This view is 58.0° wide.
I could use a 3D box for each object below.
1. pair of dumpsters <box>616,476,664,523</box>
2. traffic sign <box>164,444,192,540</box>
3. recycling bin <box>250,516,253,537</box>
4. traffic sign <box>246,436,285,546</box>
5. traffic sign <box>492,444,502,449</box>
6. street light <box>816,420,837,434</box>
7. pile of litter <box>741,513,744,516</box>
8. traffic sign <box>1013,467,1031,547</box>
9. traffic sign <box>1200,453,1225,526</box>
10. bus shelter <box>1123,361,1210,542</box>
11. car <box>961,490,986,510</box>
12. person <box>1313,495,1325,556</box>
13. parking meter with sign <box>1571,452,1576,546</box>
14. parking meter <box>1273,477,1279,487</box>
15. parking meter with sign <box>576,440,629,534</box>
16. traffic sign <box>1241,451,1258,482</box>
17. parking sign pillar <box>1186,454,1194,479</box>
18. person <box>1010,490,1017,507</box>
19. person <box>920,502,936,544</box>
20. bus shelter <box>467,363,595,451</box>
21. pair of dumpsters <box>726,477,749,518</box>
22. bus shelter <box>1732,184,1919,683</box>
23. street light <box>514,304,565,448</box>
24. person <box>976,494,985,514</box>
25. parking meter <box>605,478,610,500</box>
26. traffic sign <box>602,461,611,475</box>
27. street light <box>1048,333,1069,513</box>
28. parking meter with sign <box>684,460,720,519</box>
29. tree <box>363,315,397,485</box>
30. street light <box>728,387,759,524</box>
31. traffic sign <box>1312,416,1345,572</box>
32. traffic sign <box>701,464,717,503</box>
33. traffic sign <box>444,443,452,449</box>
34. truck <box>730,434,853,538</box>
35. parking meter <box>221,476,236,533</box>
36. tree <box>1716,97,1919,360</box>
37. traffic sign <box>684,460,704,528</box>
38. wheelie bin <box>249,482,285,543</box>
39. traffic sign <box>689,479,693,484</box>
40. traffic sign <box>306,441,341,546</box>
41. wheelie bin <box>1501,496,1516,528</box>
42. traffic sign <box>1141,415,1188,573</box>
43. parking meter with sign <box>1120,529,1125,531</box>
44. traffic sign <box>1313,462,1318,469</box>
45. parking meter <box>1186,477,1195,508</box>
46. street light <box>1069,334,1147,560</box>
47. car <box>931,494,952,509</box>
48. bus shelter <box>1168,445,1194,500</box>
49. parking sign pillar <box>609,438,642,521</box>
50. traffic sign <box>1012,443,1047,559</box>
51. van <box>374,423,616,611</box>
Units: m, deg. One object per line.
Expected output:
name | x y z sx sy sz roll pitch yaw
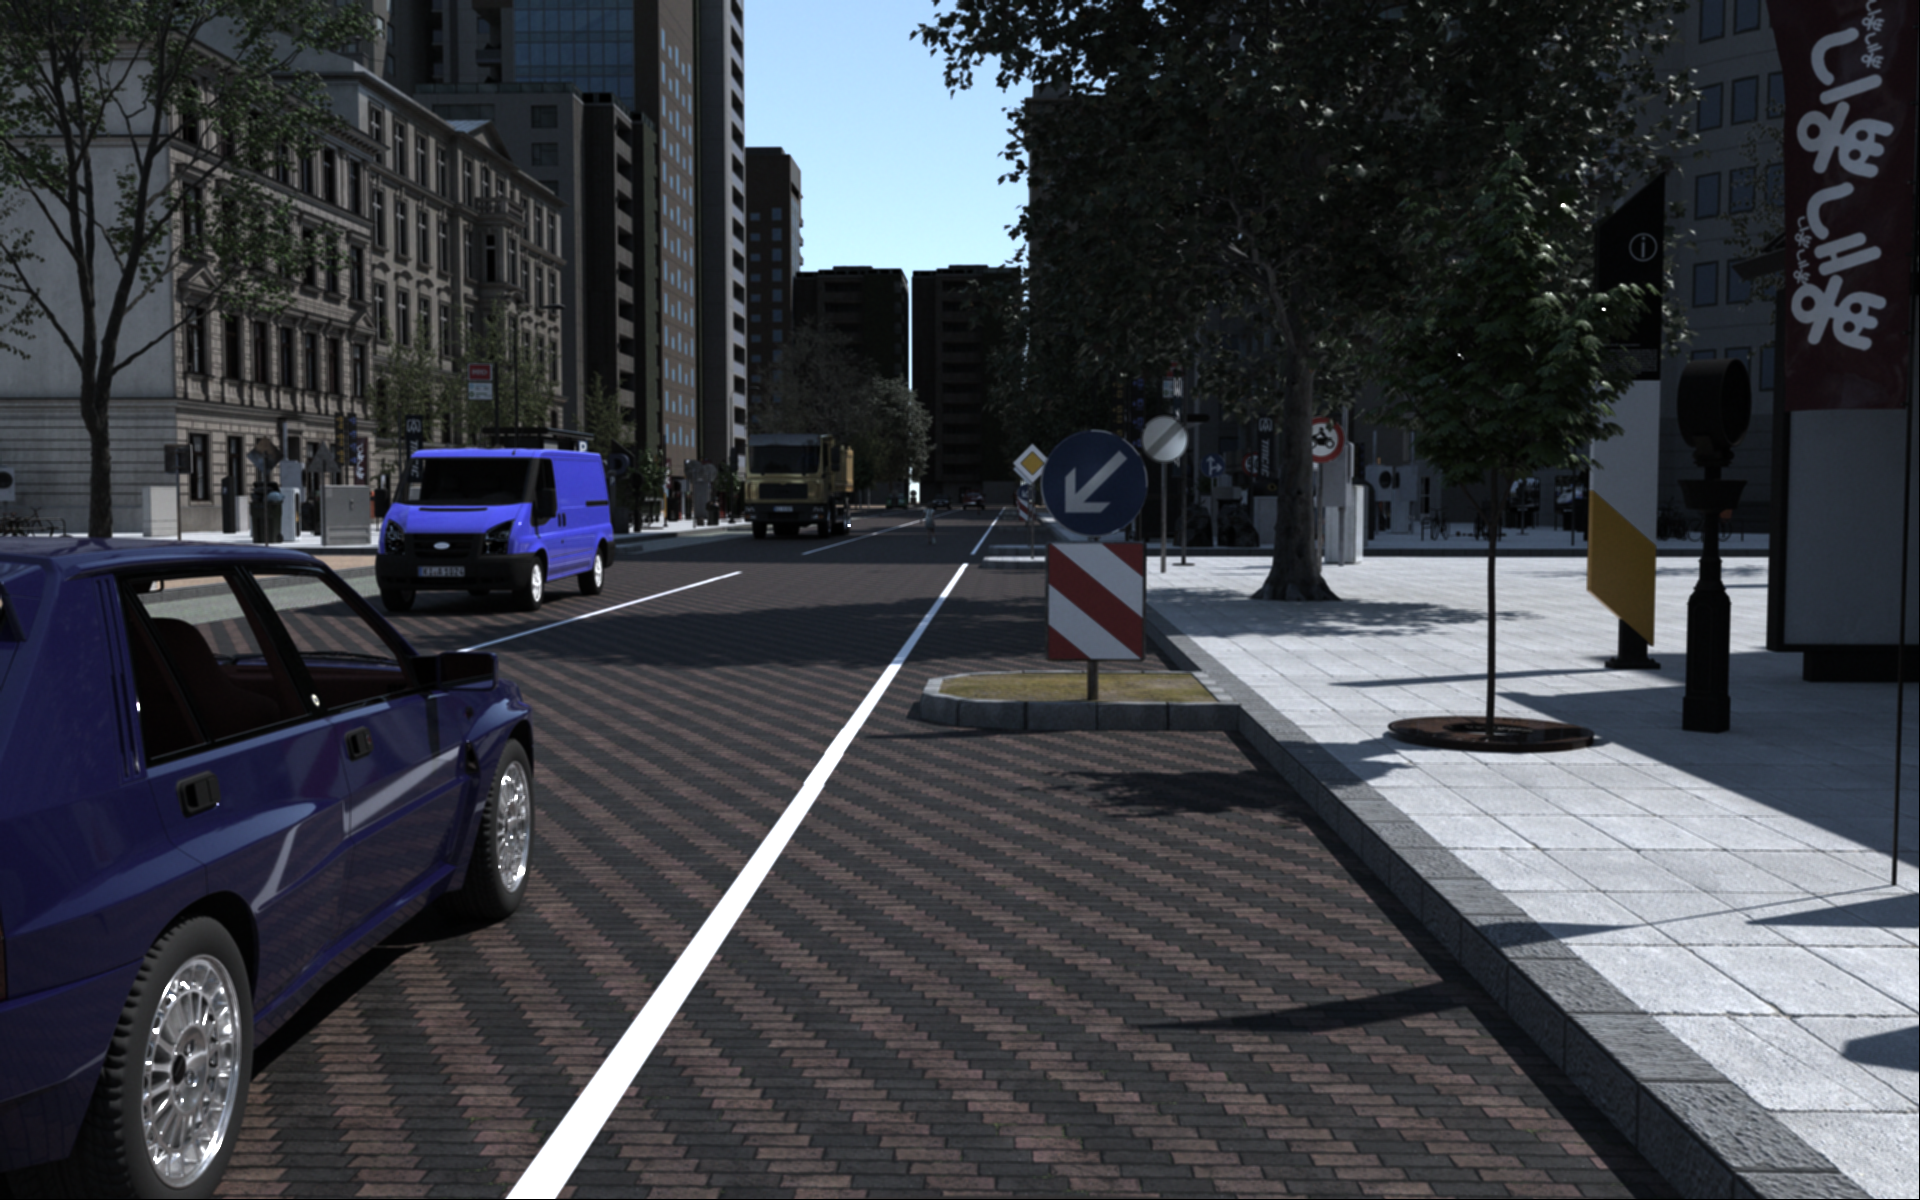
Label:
pair of dumpsters | -14.275 -4.548 76.857 1.574 2.255 4.437 0 4 2
traffic sign | -16.069 -2.048 35.614 0.606 2.300 0.079 1 4 9
recycling bin | -20.787 -2.410 51.951 0.722 1.027 0.722 3 4 36
traffic sign | -13.778 -2.030 34.373 0.795 2.450 0.064 0 4 6
traffic sign | -9.212 -1.889 34.520 0.795 2.450 0.064 0 4 2
street light | -8.382 -8.285 108.007 1.470 5.913 1.316 0 4 2
pile of litter | -12.209 -5.232 99.504 1.176 0.858 1.719 0 4 0
traffic sign | 1.676 -2.355 42.150 0.795 2.450 0.064 0 4 2
traffic sign | 7.882 -3.302 54.101 0.768 2.556 0.104 0 4 6
bus shelter | 5.623 -4.397 49.525 2.179 5.291 8.768 0 4 2
car | 1.261 -9.200 159.093 2.281 1.827 5.304 0 3 0
person | 7.575 -1.683 36.044 0.654 1.822 0.581 0 4 0
parking meter with sign | 15.937 -2.832 42.563 1.738 3.016 0.543 2 4 34
parking meter | 10.029 -3.051 55.603 0.255 1.863 0.399 -3 4 -36
parking meter with sign | -11.553 -3.664 56.165 1.738 3.016 0.543 1 4 23
traffic sign | 8.781 -3.158 51.736 0.768 2.556 0.104 0 4 7
parking sign pillar | 15.395 -7.843 116.708 1.447 3.967 1.447 0 4 -6
person | 6.099 -11.153 190.812 1.348 1.831 0.705 -2 4 -27
person | -0.914 -2.201 49.499 0.505 1.210 0.382 1 4 12
bus shelter | -13.870 -4.771 55.643 2.179 5.291 8.768 0 4 2
pair of dumpsters | -11.822 -5.609 94.200 1.574 2.255 4.437 0 4 2
bus shelter | 6.263 -0.938 9.252 2.014 3.302 5.546 0 4 2
street light | -10.348 -4.280 42.517 1.470 5.913 1.316 0 4 2
person | 1.426 -6.732 121.751 0.628 1.438 0.799 0 4 1
parking meter | -11.350 -3.015 55.010 0.255 1.863 0.399 3 5 44
traffic sign | -8.963 -2.377 42.501 0.795 2.450 0.064 0 4 2
street light | 3.362 -4.736 49.978 1.470 5.913 1.316 0 4 2
parking meter with sign | -13.015 -5.585 87.571 1.738 3.016 0.543 1 4 17
tree | -21.905 -7.248 68.872 4.737 8.622 4.395 0 3 0
street light | -9.394 -6.283 75.263 1.470 5.913 1.316 0 4 2
traffic sign | 5.907 -1.730 28.397 0.768 2.556 0.104 1 4 9
traffic sign | -10.496 -4.412 72.245 0.768 2.556 0.104 0 4 5
traffic sign | -12.950 -2.680 43.826 0.884 2.594 0.081 1 4 8
truck | -5.341 -3.799 58.039 3.469 3.379 9.791 0 4 2
parking meter | -23.876 -3.108 56.529 0.399 1.863 0.255 2 4 32
tree | 15.144 -4.868 29.955 4.360 8.622 3.978 0 3 0
traffic sign | -9.959 -3.961 64.873 0.768 2.556 0.104 0 4 4
wheelie bin | -18.033 -2.272 45.063 0.980 1.594 0.693 0 4 4
traffic sign | -14.230 -5.683 93.029 0.768 2.556 0.104 0 4 8
traffic sign | -15.559 -2.589 42.331 0.884 2.594 0.081 0 4 7
wheelie bin | 21.034 -3.557 66.058 0.693 1.594 0.980 0 4 3
traffic sign | 3.318 -1.717 28.180 0.768 2.556 0.104 0 4 3
parking meter with sign | 5.060 -3.904 60.087 0.543 3.016 1.738 -3 4 -39
traffic sign | 6.030 -1.732 30.452 0.606 2.300 0.079 1 4 10
parking meter | 7.639 -3.203 58.086 0.399 1.863 0.255 3 5 40
street light | 2.942 -3.744 33.752 1.470 5.913 1.316 0 4 2
car | -1.714 -9.412 163.672 2.009 1.686 4.222 0 4 3
bus shelter | 7.344 -4.290 64.066 2.014 3.302 5.546 0 4 2
parking sign pillar | -16.231 -5.791 83.158 1.447 3.967 1.447 2 4 24
traffic sign | 1.427 -1.867 34.169 0.795 2.450 0.064 0 4 2
van | -6.074 -1.136 22.966 2.240 2.365 5.245 0 4 1
